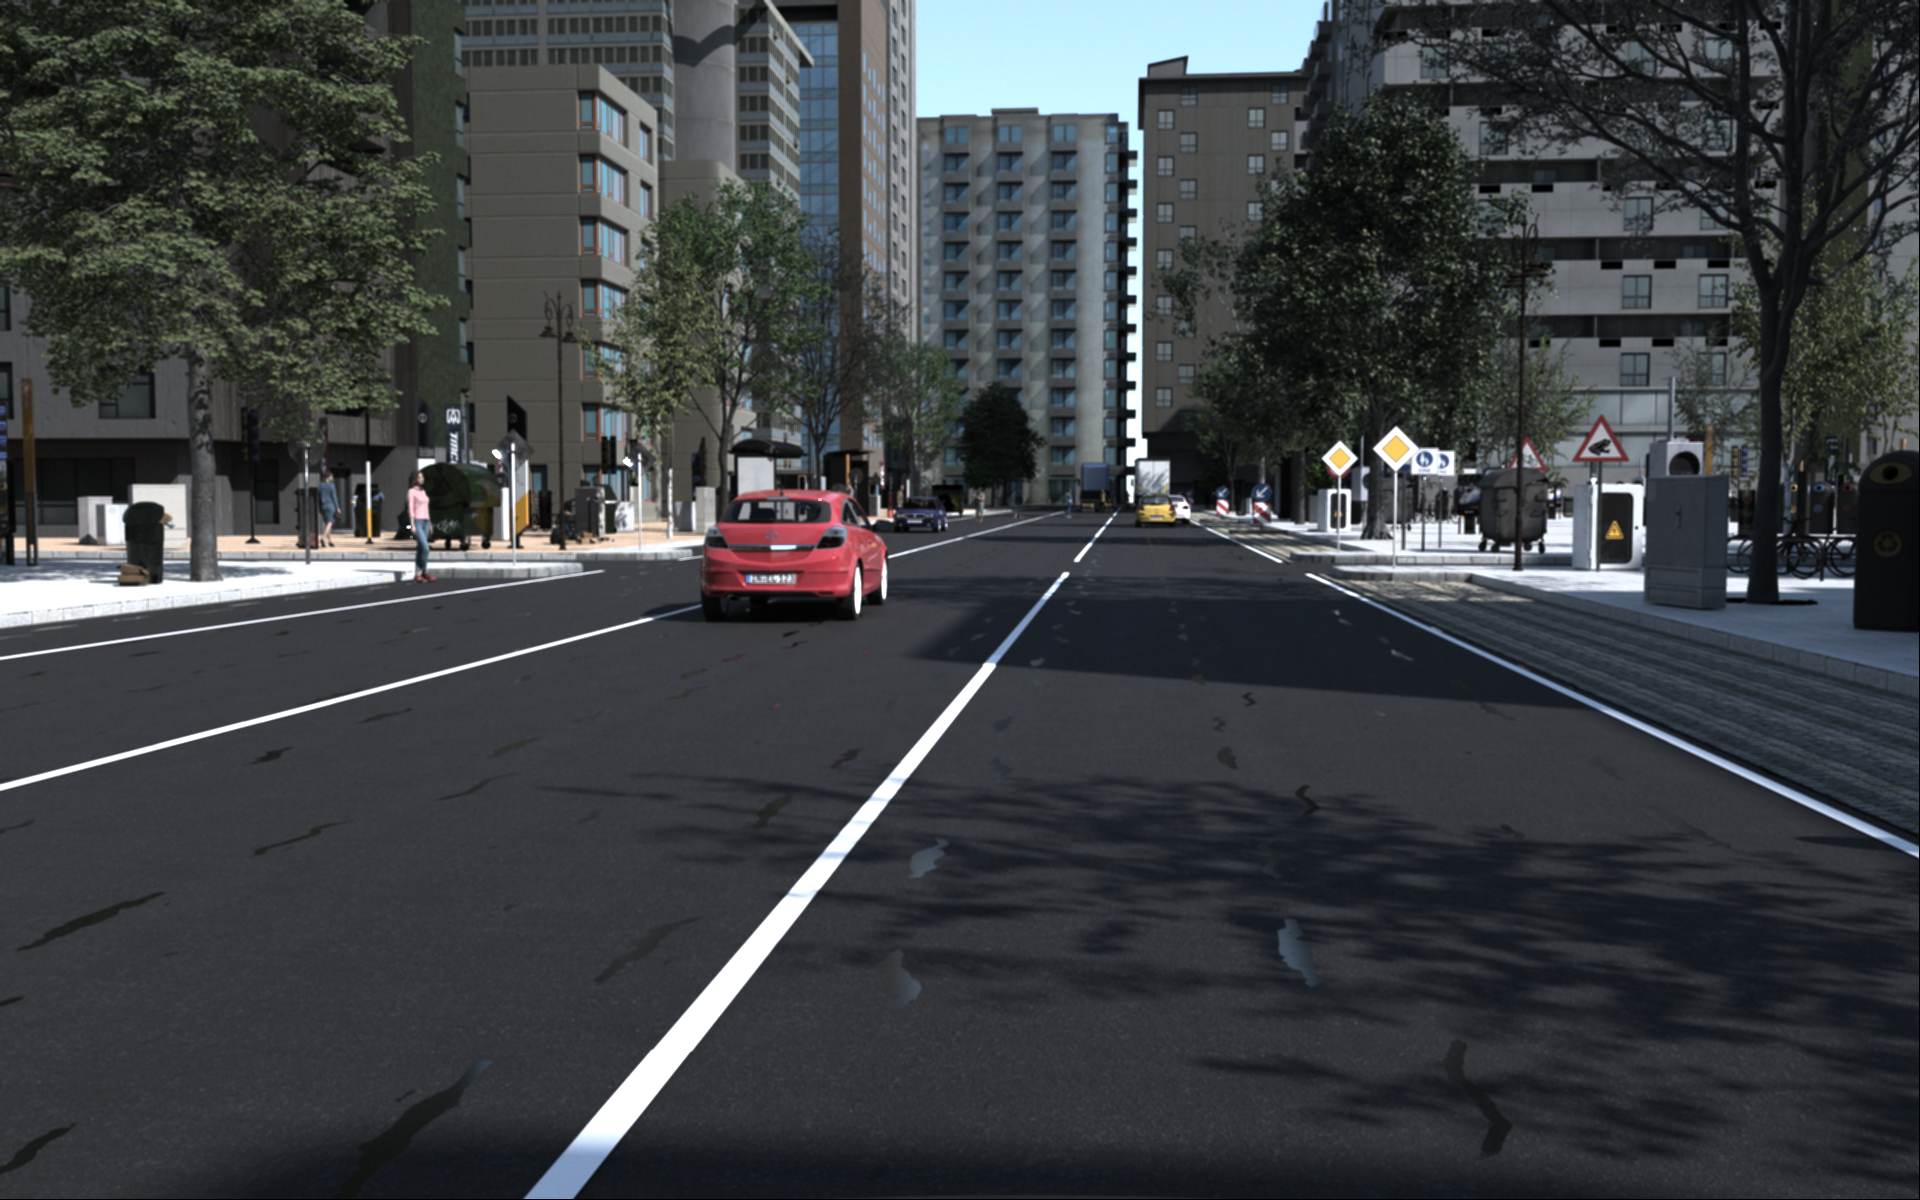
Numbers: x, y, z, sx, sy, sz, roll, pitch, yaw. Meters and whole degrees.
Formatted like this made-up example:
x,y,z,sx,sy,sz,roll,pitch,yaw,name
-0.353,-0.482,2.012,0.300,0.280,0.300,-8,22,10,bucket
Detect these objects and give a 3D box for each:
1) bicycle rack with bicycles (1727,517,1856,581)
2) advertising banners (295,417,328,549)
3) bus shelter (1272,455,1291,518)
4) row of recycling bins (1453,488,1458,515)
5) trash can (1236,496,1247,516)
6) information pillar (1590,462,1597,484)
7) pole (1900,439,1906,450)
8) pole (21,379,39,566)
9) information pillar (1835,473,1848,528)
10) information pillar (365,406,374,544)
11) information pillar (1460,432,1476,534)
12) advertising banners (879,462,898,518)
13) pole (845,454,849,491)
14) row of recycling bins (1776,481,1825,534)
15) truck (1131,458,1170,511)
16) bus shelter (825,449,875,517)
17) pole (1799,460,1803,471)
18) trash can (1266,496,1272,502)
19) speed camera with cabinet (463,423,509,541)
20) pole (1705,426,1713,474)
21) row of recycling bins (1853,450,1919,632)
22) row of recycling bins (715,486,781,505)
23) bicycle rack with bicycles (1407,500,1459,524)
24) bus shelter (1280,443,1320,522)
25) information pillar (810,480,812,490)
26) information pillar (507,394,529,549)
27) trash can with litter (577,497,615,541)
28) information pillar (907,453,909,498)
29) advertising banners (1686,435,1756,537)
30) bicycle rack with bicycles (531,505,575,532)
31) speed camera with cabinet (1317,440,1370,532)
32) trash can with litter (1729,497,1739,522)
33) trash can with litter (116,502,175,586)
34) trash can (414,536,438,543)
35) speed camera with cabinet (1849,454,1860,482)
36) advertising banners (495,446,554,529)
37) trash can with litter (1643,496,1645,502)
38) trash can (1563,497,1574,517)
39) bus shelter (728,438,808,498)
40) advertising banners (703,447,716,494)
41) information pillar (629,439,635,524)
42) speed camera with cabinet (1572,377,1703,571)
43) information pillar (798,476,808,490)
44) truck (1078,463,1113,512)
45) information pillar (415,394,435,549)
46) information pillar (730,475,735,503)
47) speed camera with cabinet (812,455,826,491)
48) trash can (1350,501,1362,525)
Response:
x,y,z,sx,sy,sz,roll,pitch,yaw,name
13.049,-0.826,26.882,2.852,0.926,2.925,-2,4,-29,bicycle rack with bicycles
-15.066,-2.696,40.273,0.090,3.025,2.074,-3,5,-40,advertising banners
17.082,-5.810,88.918,2.014,3.302,5.546,0,4,6,bus shelter
31.564,-6.083,106.567,3.534,1.692,1.069,-3,4,-39,row of recycling bins
16.562,-5.528,102.032,0.748,1.137,0.748,0,3,0,trash can
32.847,-6.025,89.860,0.504,3.616,0.183,-3,4,-38,information pillar
34.835,-4.294,64.057,0.158,3.312,0.155,0,3,0,pole
-16.505,-2.256,30.731,0.158,3.312,0.155,0,3,0,pole
31.124,-3.465,61.141,0.304,2.012,0.304,3,5,45,information pillar
-15.140,-3.238,44.292,0.183,3.616,0.504,-1,4,-22,information pillar
16.479,-3.961,56.111,0.504,3.616,0.183,0,4,-1,information pillar
-3.773,-6.001,94.310,0.090,3.025,2.074,2,4,35,advertising banners
-5.780,-5.816,88.928,0.158,3.312,0.155,0,3,0,pole
27.851,-2.939,55.170,3.534,1.692,1.069,3,4,36,row of recycling bins
15.290,-9.185,139.095,2.839,4.237,11.283,0,4,4,truck
-5.865,-6.236,93.234,1.731,3.624,6.357,0,4,6,bus shelter
50.675,-6.765,104.442,0.158,3.312,0.155,0,3,0,pole
18.250,-5.613,103.421,0.748,1.137,0.748,0,3,0,trash can
-13.026,-3.268,47.769,2.038,3.252,0.660,3,4,38,speed camera with cabinet
22.318,-3.536,51.654,0.158,3.312,0.155,0,3,0,pole
9.284,-0.491,15.134,1.069,1.692,3.534,-1,4,-13,row of recycling bins
-10.837,-4.990,88.706,3.534,1.692,1.069,0,4,-1,row of recycling bins
20.057,-3.807,75.633,2.852,0.926,2.925,-1,4,-20,bicycle rack with bicycles
15.948,-5.559,82.179,1.731,3.624,6.357,0,4,6,bus shelter
-7.940,-5.351,91.972,0.304,2.012,0.304,-1,4,-14,information pillar
-10.408,-3.020,40.732,0.504,3.616,0.183,1,4,15,information pillar
-10.214,-2.200,47.020,1.678,1.210,2.233,1,4,13,trash can with litter
-2.987,-6.613,99.476,0.183,3.616,0.504,0,4,8,information pillar
22.309,-3.337,50.751,2.074,3.025,0.090,3,5,39,advertising banners
-13.084,-2.778,58.809,2.852,0.926,2.925,-2,4,-29,bicycle rack with bicycles
13.074,-3.919,58.409,2.038,3.252,0.660,-2,4,-23,speed camera with cabinet
35.329,-4.106,78.526,1.055,1.170,0.624,-1,4,-13,trash can with litter
-11.544,-0.803,24.510,0.624,1.170,1.055,-1,4,-12,trash can with litter
-14.069,-2.075,45.583,0.748,1.137,0.748,0,3,0,trash can
43.501,-5.496,84.193,0.660,3.252,2.038,2,4,23,speed camera with cabinet
-16.033,-4.135,63.800,2.074,3.025,0.090,-1,4,-14,advertising banners
35.723,-4.904,91.238,2.233,1.210,1.678,0,4,3,trash can with litter
33.771,-5.163,96.063,0.748,1.137,0.748,0,3,0,trash can
-7.204,-4.370,65.376,2.014,3.302,5.546,0,4,6,bus shelter
-9.231,-4.135,63.796,0.090,3.025,2.074,-1,4,-19,advertising banners
-13.924,-5.021,73.450,0.183,3.616,0.504,0,4,-2,information pillar
11.410,-2.129,29.137,2.038,3.252,0.660,-1,4,-9,speed camera with cabinet
-6.237,-3.921,68.607,0.304,2.012,0.304,0,4,0,information pillar
11.135,-9.312,142.010,2.967,4.110,18.799,0,4,4,truck
-12.545,-3.014,40.635,0.183,3.616,0.504,2,4,34,information pillar
-8.582,-3.773,66.181,0.304,2.012,0.304,2,4,26,information pillar
-6.870,-5.673,87.081,0.660,3.252,2.038,-2,4,-24,speed camera with cabinet
16.597,-3.748,72.928,0.748,1.137,0.748,0,3,0,trash can
